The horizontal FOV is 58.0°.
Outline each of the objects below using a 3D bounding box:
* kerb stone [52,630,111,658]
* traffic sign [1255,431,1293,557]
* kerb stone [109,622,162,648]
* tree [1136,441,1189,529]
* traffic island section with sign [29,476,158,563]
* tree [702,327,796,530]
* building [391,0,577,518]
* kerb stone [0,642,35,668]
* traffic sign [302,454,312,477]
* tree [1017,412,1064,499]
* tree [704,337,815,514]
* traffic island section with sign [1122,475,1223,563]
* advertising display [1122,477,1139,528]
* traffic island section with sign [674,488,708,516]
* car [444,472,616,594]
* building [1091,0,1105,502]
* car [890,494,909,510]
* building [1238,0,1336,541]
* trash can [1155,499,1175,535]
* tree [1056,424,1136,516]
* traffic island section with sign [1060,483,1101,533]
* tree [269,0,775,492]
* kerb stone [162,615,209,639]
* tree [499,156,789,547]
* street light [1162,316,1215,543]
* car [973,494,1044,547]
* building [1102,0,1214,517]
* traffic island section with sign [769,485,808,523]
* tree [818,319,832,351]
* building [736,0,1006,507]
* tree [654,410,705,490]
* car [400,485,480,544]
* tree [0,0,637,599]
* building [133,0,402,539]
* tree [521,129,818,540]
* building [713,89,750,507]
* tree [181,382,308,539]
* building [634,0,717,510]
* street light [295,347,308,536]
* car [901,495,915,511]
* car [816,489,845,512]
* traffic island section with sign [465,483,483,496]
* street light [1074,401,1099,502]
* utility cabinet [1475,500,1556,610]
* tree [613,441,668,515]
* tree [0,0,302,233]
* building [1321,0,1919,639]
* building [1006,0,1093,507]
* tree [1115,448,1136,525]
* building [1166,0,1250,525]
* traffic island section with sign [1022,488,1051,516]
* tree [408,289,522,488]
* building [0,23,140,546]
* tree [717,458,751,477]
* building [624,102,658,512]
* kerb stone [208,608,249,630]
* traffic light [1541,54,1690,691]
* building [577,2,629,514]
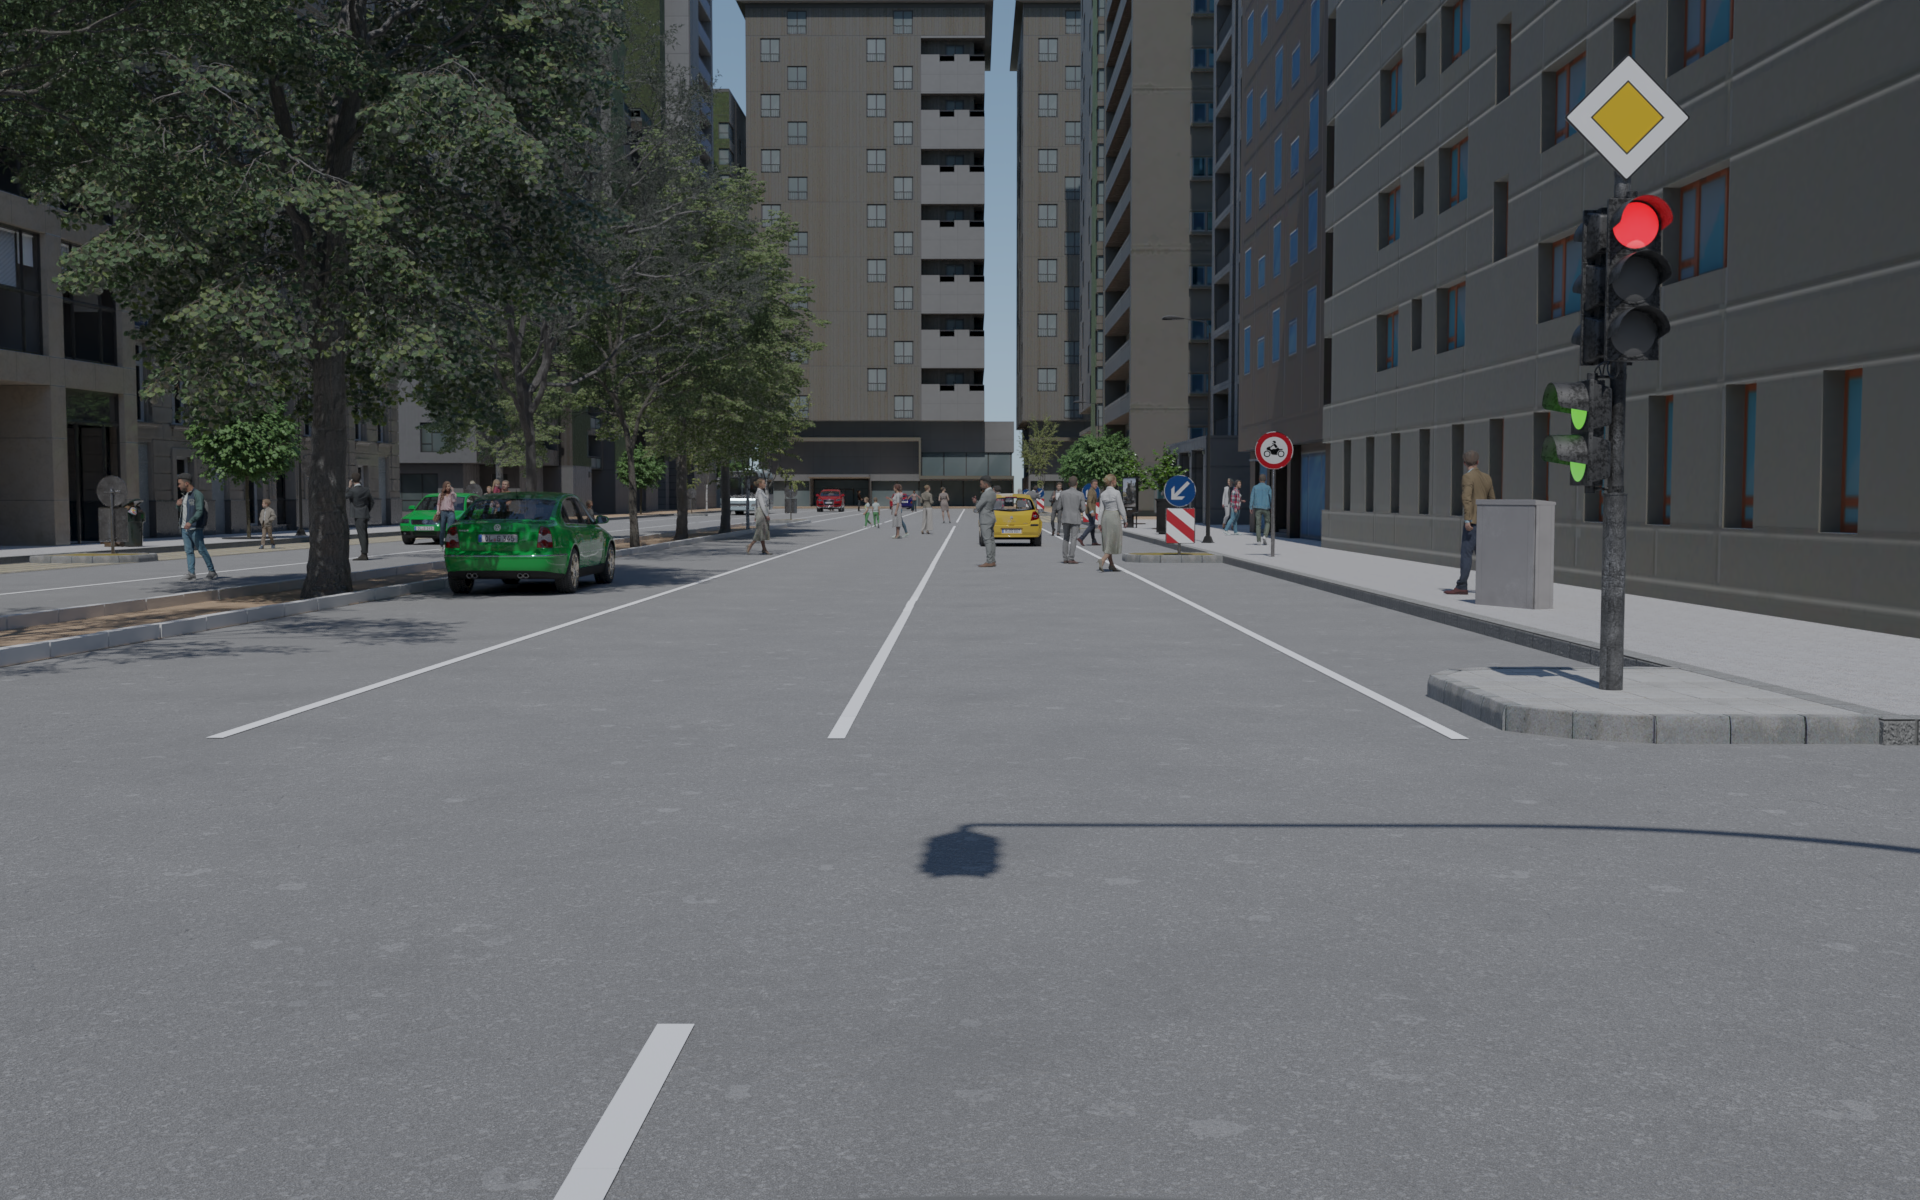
[{"bbox_3d":[-7.972,0.411,15.579,0.120,0.150,1.000,0,4,0],"label":"kerb stone"},{"bbox_3d":[6.393,-2.154,35.330,0.768,2.556,0.104,0,4,4],"label":"traffic sign"},{"bbox_3d":[-7.966,0.342,16.601,0.120,0.150,1.000,0,4,0],"label":"kerb stone"},{"bbox_3d":[7.483,-4.188,63.069,1.663,3.219,1.824,0,3,0],"label":"tree"},{"bbox_3d":[-18.134,-1.706,36.518,1.989,1.847,2.006,0,4,0],"label":"traffic island section with sign"},{"bbox_3d":[-8.409,-7.076,68.505,4.360,8.622,3.978,0,3,0],"label":"tree"},{"bbox_3d":[-28.881,-19.769,94.925,14.160,30.474,14.107,0,4,0],"label":"building"},{"bbox_3d":[-7.977,0.470,14.554,0.120,0.150,1.000,0,4,0],"label":"kerb stone"},{"bbox_3d":[-20.345,-3.328,54.523,0.768,2.556,0.104,0,4,7],"label":"traffic sign"},{"bbox_3d":[7.155,-12.493,154.626,4.737,8.622,4.395,0,3,0],"label":"tree"},{"bbox_3d":[-8.143,-7.359,73.142,4.737,8.622,4.395,0,3,0],"label":"tree"},{"bbox_3d":[4.489,-1.730,36.914,1.989,1.847,2.006,0,4,0],"label":"traffic island section with sign"},{"bbox_3d":[6.457,-3.696,65.640,0.123,1.923,0.974,-2,4,-27],"label":"advertising display"},{"bbox_3d":[-17.570,-6.402,113.300,1.989,1.847,2.006,0,4,0],"label":"traffic island section with sign"},{"bbox_3d":[-6.443,-1.072,26.323,1.959,1.807,4.718,0,4,0],"label":"car"},{"bbox_3d":[16.440,-27.012,125.240,14.154,41.232,14.086,0,4,0],"label":"building"},{"bbox_3d":[-5.572,-9.317,161.377,2.155,1.783,4.494,0,4,1],"label":"car"},{"bbox_3d":[16.238,-24.465,50.114,14.600,45.320,14.200,0,4,0],"label":"building"},{"bbox_3d":[6.542,-2.655,55.055,0.748,1.137,0.748,0,3,0],"label":"trash can"},{"bbox_3d":[6.814,-5.969,81.314,4.285,4.588,4.351,0,3,0],"label":"tree"},{"bbox_3d":[4.692,-3.395,64.141,1.989,1.847,2.006,0,4,0],"label":"traffic island section with sign"},{"bbox_3d":[-9.095,-7.556,36.368,12.009,13.543,11.850,0,3,0],"label":"tree"},{"bbox_3d":[-7.951,0.284,17.627,0.120,0.150,1.000,0,4,0],"label":"kerb stone"},{"bbox_3d":[-8.668,-6.696,46.342,8.767,10.594,7.601,0,4,0],"label":"tree"},{"bbox_3d":[5.954,-4.445,45.211,1.470,5.913,1.316,0,4,0],"label":"street light"},{"bbox_3d":[1.387,-2.355,48.723,2.015,1.641,3.980,0,4,0],"label":"car"},{"bbox_3d":[20.362,-29.570,107.178,21.300,48.544,21.600,0,4,0],"label":"building"},{"bbox_3d":[-8.495,-4.779,86.267,2.006,1.907,1.989,0,4,0],"label":"traffic island section with sign"},{"bbox_3d":[-8.482,-8.642,61.882,7.486,12.596,7.792,0,3,0],"label":"tree"},{"bbox_3d":[-8.175,-36.479,185.664,27.495,52.752,28.713,0,4,0],"label":"building"},{"bbox_3d":[-20.238,-10.804,127.005,4.737,8.622,4.395,0,3,0],"label":"tree"},{"bbox_3d":[-14.954,-2.563,50.702,1.959,1.807,4.718,0,4,0],"label":"car"},{"bbox_3d":[-8.702,-6.995,23.481,9.857,13.997,8.962,0,3,0],"label":"tree"},{"bbox_3d":[-28.899,-16.014,59.094,12.463,27.353,25.104,0,4,0],"label":"building"},{"bbox_3d":[-8.755,-8.155,53.911,7.486,12.596,7.792,0,3,0],"label":"tree"},{"bbox_3d":[-29.480,-30.264,178.408,14.086,41.232,14.154,0,4,0],"label":"building"},{"bbox_3d":[-20.434,-4.029,49.589,4.285,4.588,4.351,0,3,0],"label":"tree"},{"bbox_3d":[-35.937,-37.168,149.703,28.212,58.520,21.231,0,4,0],"label":"building"},{"bbox_3d":[-19.817,-4.940,53.315,1.470,5.913,1.316,0,4,0],"label":"street light"},{"bbox_3d":[-4.788,-8.331,148.797,1.945,1.354,3.894,0,4,0],"label":"car"},{"bbox_3d":[-10.417,-8.008,139.596,2.281,1.827,5.304,0,4,-1],"label":"car"},{"bbox_3d":[-17.926,-3.354,63.473,1.989,1.847,2.006,0,4,0],"label":"traffic island section with sign"},{"bbox_3d":[6.363,-6.963,86.391,1.470,5.913,1.316,0,4,0],"label":"street light"},{"bbox_3d":[6.315,-0.523,19.719,0.306,1.237,1.020,-1,4,-22],"label":"utility cabinet"},{"bbox_3d":[-19.923,-7.610,108.137,4.285,4.588,4.351,0,3,0],"label":"tree"},{"bbox_3d":[-9.114,-4.696,13.650,8.767,10.594,7.601,0,4,0],"label":"tree"},{"bbox_3d":[23.046,-11.138,27.141,28.899,21.520,27.650,0,4,0],"label":"building"},{"bbox_3d":[19.319,-36.471,185.547,27.495,52.752,28.713,0,4,0],"label":"building"},{"bbox_3d":[7.251,-4.814,73.316,1.663,3.219,1.824,0,3,0],"label":"tree"},{"bbox_3d":[20.482,-38.924,74.651,20.563,71.187,20.611,0,4,0],"label":"building"},{"bbox_3d":[5.057,-6.400,113.271,1.989,1.847,2.006,0,4,0],"label":"traffic island section with sign"},{"bbox_3d":[-21.536,-9.885,79.744,7.486,12.596,7.792,0,3,0],"label":"tree"},{"bbox_3d":[-32.086,-13.765,29.572,19.350,26.468,34.151,0,4,0],"label":"building"},{"bbox_3d":[-19.933,-10.435,154.326,4.285,4.588,4.351,0,3,0],"label":"tree"},{"bbox_3d":[-30.034,-21.548,124.012,14.160,30.474,14.107,0,4,0],"label":"building"},{"bbox_3d":[-7.950,0.217,18.651,0.120,0.150,1.000,0,4,0],"label":"kerb stone"},{"bbox_3d":[4.255,-1.366,11.258,0.839,4.253,0.868,0,4,0],"label":"traffic light"},{"bbox_3d":[-29.396,-26.056,109.608,14.154,41.232,14.086,0,4,0],"label":"building"}]
